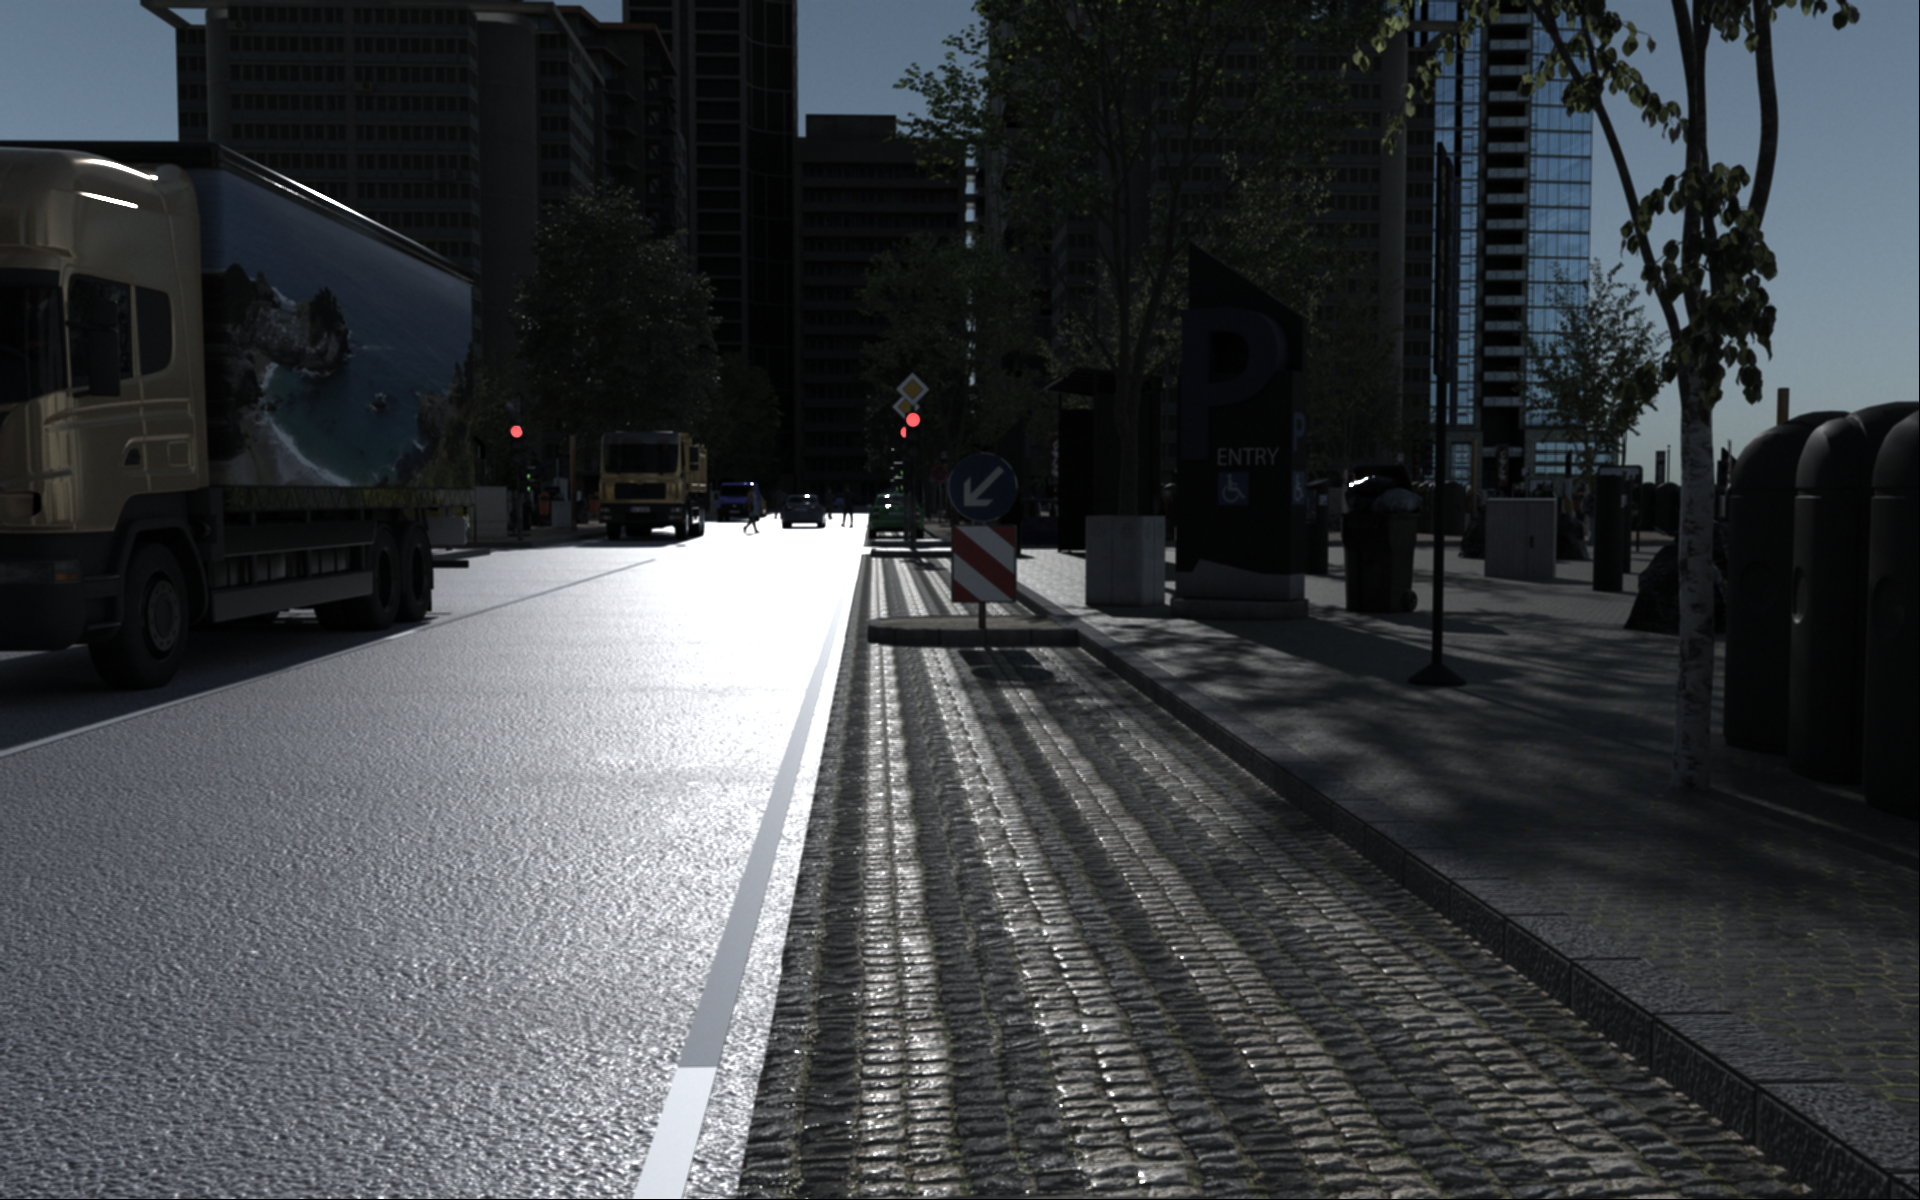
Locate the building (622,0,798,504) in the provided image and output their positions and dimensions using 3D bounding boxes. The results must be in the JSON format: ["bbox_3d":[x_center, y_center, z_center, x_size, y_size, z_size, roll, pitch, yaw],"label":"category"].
[{"bbox_3d":[-31.346,-47.906,221.519,20.611,71.187,20.563,0,4,-3],"label":"building"}]

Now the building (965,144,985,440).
[{"bbox_3d":[15.627,-37.156,227.104,30.456,49.044,23.786,0,4,-3],"label":"building"}]

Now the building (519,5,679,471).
[{"bbox_3d":[-37.795,-30.865,159.265,22.147,44.769,28.867,0,4,-3],"label":"building"}]

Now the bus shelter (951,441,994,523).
[{"bbox_3d":[0.577,-5.389,79.385,1.731,3.624,6.357,0,4,-3],"label":"bus shelter"}]

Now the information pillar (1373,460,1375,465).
[{"bbox_3d":[28.580,-7.852,119.731,0.183,3.616,0.504,0,4,-1],"label":"information pillar"}]

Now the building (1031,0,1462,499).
[{"bbox_3d":[20.126,-27.258,137.557,32.217,40.220,23.993,0,4,-3],"label":"building"}]

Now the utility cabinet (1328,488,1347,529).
[{"bbox_3d":[13.486,-3.291,62.493,1.173,1.500,0.318,2,4,30],"label":"utility cabinet"}]

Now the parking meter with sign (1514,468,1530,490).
[{"bbox_3d":[36.919,-7.223,114.355,0.543,3.016,1.738,3,5,45],"label":"parking meter with sign"}]

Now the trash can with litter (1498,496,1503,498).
[{"bbox_3d":[26.112,-4.403,83.044,2.233,1.210,1.678,2,4,33],"label":"trash can with litter"}]

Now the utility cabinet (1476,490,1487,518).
[{"bbox_3d":[26.570,-4.870,88.309,0.318,1.500,1.173,0,4,-1],"label":"utility cabinet"}]

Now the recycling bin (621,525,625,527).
[{"bbox_3d":[-13.476,-3.401,68.167,0.722,1.027,0.722,1,4,9],"label":"recycling bin"}]

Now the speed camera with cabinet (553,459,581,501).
[{"bbox_3d":[-22.072,-6.301,97.362,0.660,3.252,2.038,-3,5,-44],"label":"speed camera with cabinet"}]

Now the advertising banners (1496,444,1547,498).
[{"bbox_3d":[19.327,-3.886,59.719,0.090,3.025,2.074,-3,4,-36],"label":"advertising banners"}]

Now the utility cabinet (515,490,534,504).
[{"bbox_3d":[-23.035,-5.075,91.648,1.173,1.500,0.318,3,4,38],"label":"utility cabinet"}]

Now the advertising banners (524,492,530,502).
[{"bbox_3d":[-21.893,-5.572,87.294,0.090,3.025,2.074,0,4,-3],"label":"advertising banners"}]

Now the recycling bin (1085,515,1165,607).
[{"bbox_3d":[1.920,-0.460,20.081,0.722,1.027,0.722,2,4,30],"label":"recycling bin"}]

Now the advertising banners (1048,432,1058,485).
[{"bbox_3d":[3.209,-3.198,48.471,0.090,3.025,2.074,-3,5,-42],"label":"advertising banners"}]

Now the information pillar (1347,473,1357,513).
[{"bbox_3d":[13.581,-3.388,59.879,0.304,2.012,0.304,-3,5,-42],"label":"information pillar"}]

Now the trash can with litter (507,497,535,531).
[{"bbox_3d":[-15.543,-3.030,60.934,1.055,1.170,0.624,-3,4,-37],"label":"trash can with litter"}]

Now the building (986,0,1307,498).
[{"bbox_3d":[16.910,-35.084,162.866,28.713,52.752,27.495,0,4,-3],"label":"building"}]

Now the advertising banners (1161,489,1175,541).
[{"bbox_3d":[6.426,-3.164,47.918,2.074,3.025,0.090,-1,4,-13],"label":"advertising banners"}]

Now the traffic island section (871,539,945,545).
[{"bbox_3d":[-1.466,-1.578,48.088,2.009,0.180,2.903,0,4,-3],"label":"traffic island section"}]

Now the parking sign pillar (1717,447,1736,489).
[{"bbox_3d":[44.073,-6.788,99.460,1.447,3.967,1.447,-1,4,-16],"label":"parking sign pillar"}]

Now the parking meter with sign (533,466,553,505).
[{"bbox_3d":[-25.342,-6.731,106.311,1.738,3.016,0.543,0,4,2],"label":"parking meter with sign"}]

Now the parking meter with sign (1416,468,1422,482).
[{"bbox_3d":[29.776,-7.229,114.463,0.543,3.016,1.738,-2,4,-26],"label":"parking meter with sign"}]

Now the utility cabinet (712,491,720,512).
[{"bbox_3d":[-16.780,-6.818,120.151,0.318,1.500,1.173,3,4,37],"label":"utility cabinet"}]

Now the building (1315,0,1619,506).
[{"bbox_3d":[51.785,-53.136,181.443,31.000,86.520,22.319,0,4,-3],"label":"building"}]

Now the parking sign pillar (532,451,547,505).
[{"bbox_3d":[-26.667,-7.424,109.851,1.447,3.967,1.447,1,4,9],"label":"parking sign pillar"}]

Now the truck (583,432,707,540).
[{"bbox_3d":[-9.907,-3.691,56.279,3.469,3.379,9.791,0,4,-3],"label":"truck"}]

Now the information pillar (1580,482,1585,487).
[{"bbox_3d":[36.806,-5.985,102.344,0.304,2.012,0.304,0,4,6],"label":"information pillar"}]

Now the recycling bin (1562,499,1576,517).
[{"bbox_3d":[32.143,-4.822,91.391,0.722,1.027,0.722,3,5,44],"label":"recycling bin"}]

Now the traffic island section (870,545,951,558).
[{"bbox_3d":[-1.067,-1.091,40.113,2.009,0.180,2.903,0,4,-3],"label":"traffic island section"}]

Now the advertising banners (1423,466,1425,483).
[{"bbox_3d":[28.512,-6.826,107.797,0.090,3.025,2.074,0,4,-8],"label":"advertising banners"}]

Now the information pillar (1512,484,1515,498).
[{"bbox_3d":[39.211,-7.217,122.487,0.304,2.012,0.304,0,4,6],"label":"information pillar"}]

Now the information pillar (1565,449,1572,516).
[{"bbox_3d":[31.752,-6.058,90.403,0.183,3.616,0.504,-1,4,-11],"label":"information pillar"}]

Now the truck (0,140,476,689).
[{"bbox_3d":[-7.138,-1.661,16.073,2.839,4.237,11.283,0,4,-1],"label":"truck"}]

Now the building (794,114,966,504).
[{"bbox_3d":[-10.345,-36.765,224.808,21.600,48.544,21.300,0,4,-3],"label":"building"}]

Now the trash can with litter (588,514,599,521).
[{"bbox_3d":[-16.800,-4.407,83.109,1.678,1.210,2.233,-1,4,-10],"label":"trash can with litter"}]

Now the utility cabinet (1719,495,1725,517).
[{"bbox_3d":[33.773,-4.056,77.479,0.306,1.237,1.020,-2,4,-34],"label":"utility cabinet"}]

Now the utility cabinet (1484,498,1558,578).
[{"bbox_3d":[8.638,-0.950,26.689,1.020,1.237,0.306,2,4,29],"label":"utility cabinet"}]

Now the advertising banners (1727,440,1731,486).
[{"bbox_3d":[25.263,-3.695,56.602,0.090,3.025,2.074,2,4,35],"label":"advertising banners"}]

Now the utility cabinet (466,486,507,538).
[{"bbox_3d":[-13.870,-2.570,50.694,1.173,1.500,0.318,-3,5,-42],"label":"utility cabinet"}]

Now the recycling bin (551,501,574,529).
[{"bbox_3d":[-14.558,-3.125,63.645,0.722,1.027,0.722,-2,4,-31],"label":"recycling bin"}]

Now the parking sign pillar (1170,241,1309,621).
[{"bbox_3d":[2.944,-1.815,18.142,1.447,3.967,1.447,2,4,33],"label":"parking sign pillar"}]

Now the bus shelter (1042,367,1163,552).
[{"bbox_3d":[2.815,-2.679,35.093,1.731,3.624,6.357,0,4,-3],"label":"bus shelter"}]

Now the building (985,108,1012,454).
[{"bbox_3d":[9.551,-30.583,183.628,14.154,41.232,14.086,0,4,-3],"label":"building"}]

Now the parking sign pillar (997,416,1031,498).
[{"bbox_3d":[1.882,-4.399,60.396,1.447,3.967,1.447,-3,5,-41],"label":"parking sign pillar"}]
